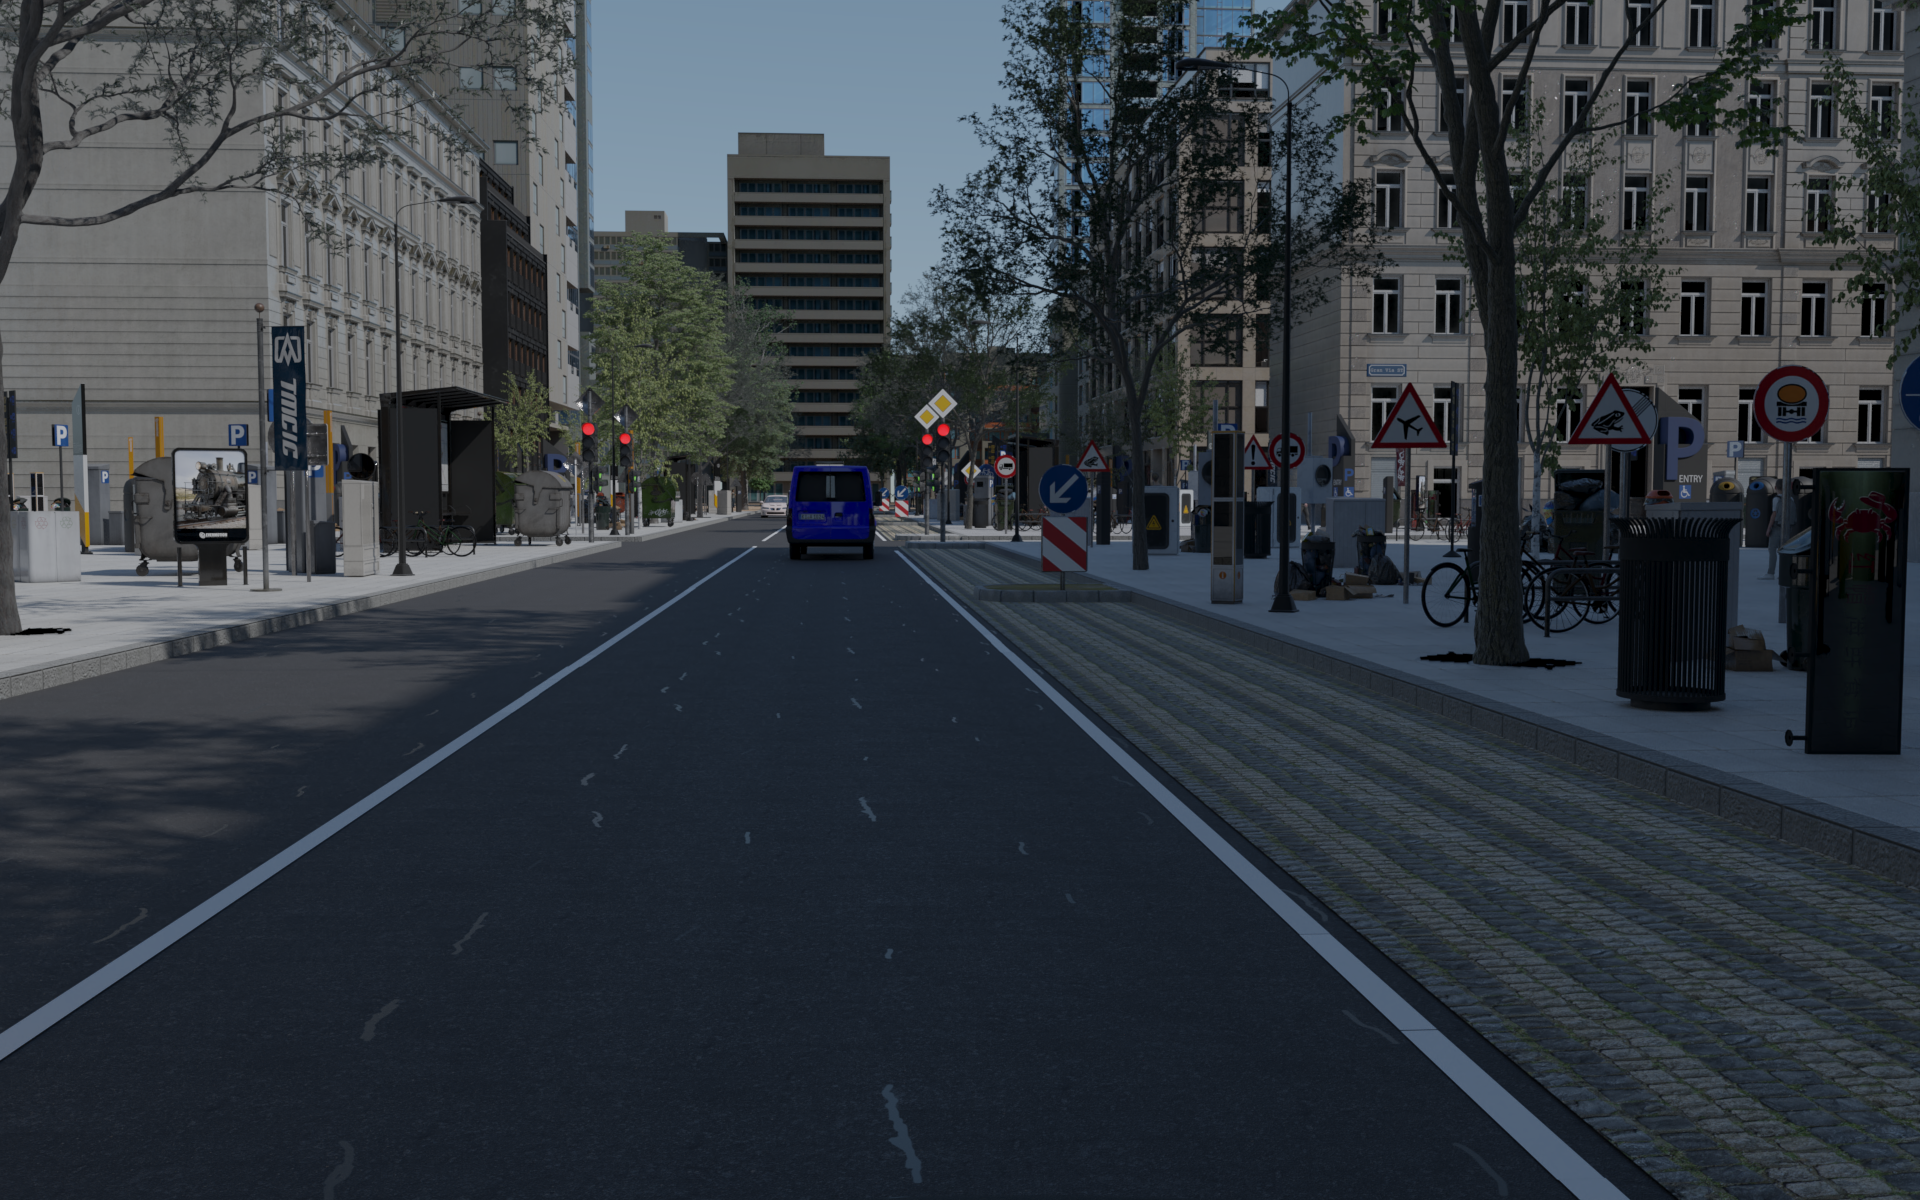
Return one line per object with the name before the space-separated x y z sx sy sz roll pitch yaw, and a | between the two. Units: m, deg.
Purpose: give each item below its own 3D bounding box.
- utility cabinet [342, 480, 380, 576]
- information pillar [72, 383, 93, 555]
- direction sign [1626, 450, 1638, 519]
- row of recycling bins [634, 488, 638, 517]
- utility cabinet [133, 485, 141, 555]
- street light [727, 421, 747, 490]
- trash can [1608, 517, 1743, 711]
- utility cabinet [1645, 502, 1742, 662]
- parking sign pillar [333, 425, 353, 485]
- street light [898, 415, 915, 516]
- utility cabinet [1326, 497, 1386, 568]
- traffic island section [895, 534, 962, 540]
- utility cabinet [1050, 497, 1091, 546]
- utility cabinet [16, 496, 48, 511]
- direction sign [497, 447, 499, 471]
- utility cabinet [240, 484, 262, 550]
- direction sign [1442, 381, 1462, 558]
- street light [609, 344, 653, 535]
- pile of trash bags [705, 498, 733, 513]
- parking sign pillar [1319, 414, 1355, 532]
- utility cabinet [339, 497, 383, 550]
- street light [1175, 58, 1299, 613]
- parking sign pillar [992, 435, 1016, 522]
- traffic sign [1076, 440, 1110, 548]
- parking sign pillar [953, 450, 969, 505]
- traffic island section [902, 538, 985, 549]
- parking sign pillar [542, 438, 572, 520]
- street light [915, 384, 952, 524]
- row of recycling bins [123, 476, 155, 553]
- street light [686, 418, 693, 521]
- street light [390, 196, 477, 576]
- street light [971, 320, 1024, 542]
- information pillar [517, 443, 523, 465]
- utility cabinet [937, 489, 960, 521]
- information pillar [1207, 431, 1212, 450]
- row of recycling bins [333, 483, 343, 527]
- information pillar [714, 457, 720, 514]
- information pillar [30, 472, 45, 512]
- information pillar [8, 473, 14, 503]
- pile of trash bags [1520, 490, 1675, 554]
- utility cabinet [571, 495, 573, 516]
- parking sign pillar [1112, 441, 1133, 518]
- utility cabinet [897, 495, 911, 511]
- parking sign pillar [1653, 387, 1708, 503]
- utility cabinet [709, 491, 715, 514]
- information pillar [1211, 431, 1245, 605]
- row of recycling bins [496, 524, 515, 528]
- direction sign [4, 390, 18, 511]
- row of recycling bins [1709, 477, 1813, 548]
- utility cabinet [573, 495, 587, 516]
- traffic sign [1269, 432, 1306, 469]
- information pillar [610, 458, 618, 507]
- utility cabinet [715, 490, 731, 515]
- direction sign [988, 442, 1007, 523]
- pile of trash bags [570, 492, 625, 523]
utility cabinet | -9.400 -1.134 27.226 0.318 1.500 1.173 0 4 -7
information pillar | -18.714 -2.784 36.867 0.504 3.616 0.183 3 5 40
direction sign | 15.539 -2.950 40.235 0.379 3.537 0.876 0 4 -2
row of recycling bins | -16.895 -5.348 94.545 1.069 1.692 3.534 -3 4 -37
utility cabinet | -16.682 -1.691 36.322 0.318 1.500 1.173 3 4 37
street light | -14.211 -8.398 109.841 1.470 5.913 1.316 0 4 -4
trash can | 4.280 0.076 10.406 0.748 1.137 0.748 0 3 0
utility cabinet | 5.750 -0.150 13.614 1.020 1.237 0.306 -3 5 -41
parking sign pillar | -23.871 -4.810 67.110 1.447 3.967 1.447 -2 4 -33
street light | -3.064 -7.883 101.426 1.470 5.913 1.316 0 4 -4
utility cabinet | 6.916 -1.169 30.274 1.020 1.237 0.306 -1 4 -17
traffic island section | -1.015 -1.963 54.374 2.009 0.180 2.903 0 4 -4
utility cabinet | 2.764 -1.951 43.061 1.020 1.237 0.306 1 4 19
utility cabinet | -34.766 -3.289 64.940 0.306 1.237 1.020 3 4 36
direction sign | -22.356 -5.618 83.849 0.379 3.537 0.876 -1 4 -11
utility cabinet | -16.356 -1.910 39.913 0.318 1.500 1.173 -2 4 -34
direction sign | 9.998 -2.636 35.088 0.379 3.537 0.876 2 4 25
street light | -10.191 -4.961 53.658 1.470 5.913 1.316 0 4 -4
pile of trash bags | -16.630 -6.687 119.078 1.912 1.369 3.447 0 4 1
parking sign pillar | 12.709 -4.233 57.682 1.447 3.967 1.447 -1 4 -10
utility cabinet | -13.745 -1.759 39.919 1.020 1.237 0.306 -3 4 -38
street light | 2.987 -2.821 18.657 1.470 5.913 1.316 0 4 -4
parking sign pillar | 2.102 -5.489 78.211 1.447 3.967 1.447 0 4 2
traffic sign | 3.157 -2.535 41.452 0.884 2.594 0.081 0 4 4
parking sign pillar | 0.083 -7.174 105.766 1.447 3.967 1.447 2 4 29
traffic island section | -0.437 -1.476 46.410 2.009 0.180 2.903 0 4 -4
parking sign pillar | -19.570 -5.842 83.983 1.447 3.967 1.447 -3 5 -40
street light | -1.026 -6.148 73.054 1.470 5.913 1.316 0 4 -4
row of recycling bins | -18.373 -1.979 39.471 1.069 1.692 3.534 -1 4 -16
street light | -12.183 -6.657 81.387 1.470 5.913 1.316 0 4 -4
street light | -8.220 -3.335 27.075 1.470 5.913 1.316 0 4 -4
street light | 0.992 -4.517 46.386 1.470 5.913 1.316 0 4 -4
information pillar | -19.969 -5.340 78.671 0.183 3.616 0.504 -3 5 -39
utility cabinet | -0.558 -4.508 82.384 1.173 1.500 0.318 3 5 41
information pillar | 9.307 -4.456 64.217 0.504 3.616 0.183 -3 5 -43
row of recycling bins | -23.171 -3.484 64.074 3.534 1.692 1.069 2 4 33
information pillar | -15.259 -7.188 108.877 0.183 3.616 0.504 3 5 40
information pillar | -31.434 -3.335 59.018 0.304 2.012 0.304 2 4 24
information pillar | -33.387 -3.444 60.799 0.304 2.012 0.304 -3 4 -37
pile of trash bags | 14.089 -1.735 38.117 3.447 1.369 1.912 -1 4 -11
utility cabinet | -22.460 -5.412 99.649 1.020 1.237 0.306 -3 5 -40
parking sign pillar | 8.286 -6.096 88.143 1.447 3.967 1.447 3 5 39
utility cabinet | -4.071 -6.960 124.953 1.020 1.237 0.306 -2 4 -35
parking sign pillar | 18.247 -3.388 43.871 1.447 3.967 1.447 -1 4 -15
utility cabinet | -15.714 -6.344 112.395 1.173 1.500 0.318 -1 4 -12
information pillar | 3.127 -0.963 20.230 0.304 2.012 0.304 2 4 29
row of recycling bins | -17.397 -3.580 65.639 3.534 1.692 1.069 -3 5 -43
direction sign | -20.885 -2.820 38.107 0.876 3.537 0.379 3 5 44
row of recycling bins | 19.511 -2.088 41.244 1.069 1.692 3.534 -2 4 -33
utility cabinet | -19.222 -4.704 88.075 0.306 1.237 1.020 0 4 7
traffic sign | 6.739 -2.181 35.771 0.768 2.556 0.104 0 4 -1
information pillar | -20.600 -6.846 103.283 0.504 3.616 0.183 -2 4 -32
utility cabinet | -14.310 -5.902 105.175 0.318 1.500 1.173 -3 4 -39
direction sign | 1.643 -5.143 76.092 0.876 3.537 0.379 1 4 20
pile of trash bags | -16.504 -4.101 76.800 3.447 1.369 1.912 0 4 -5
